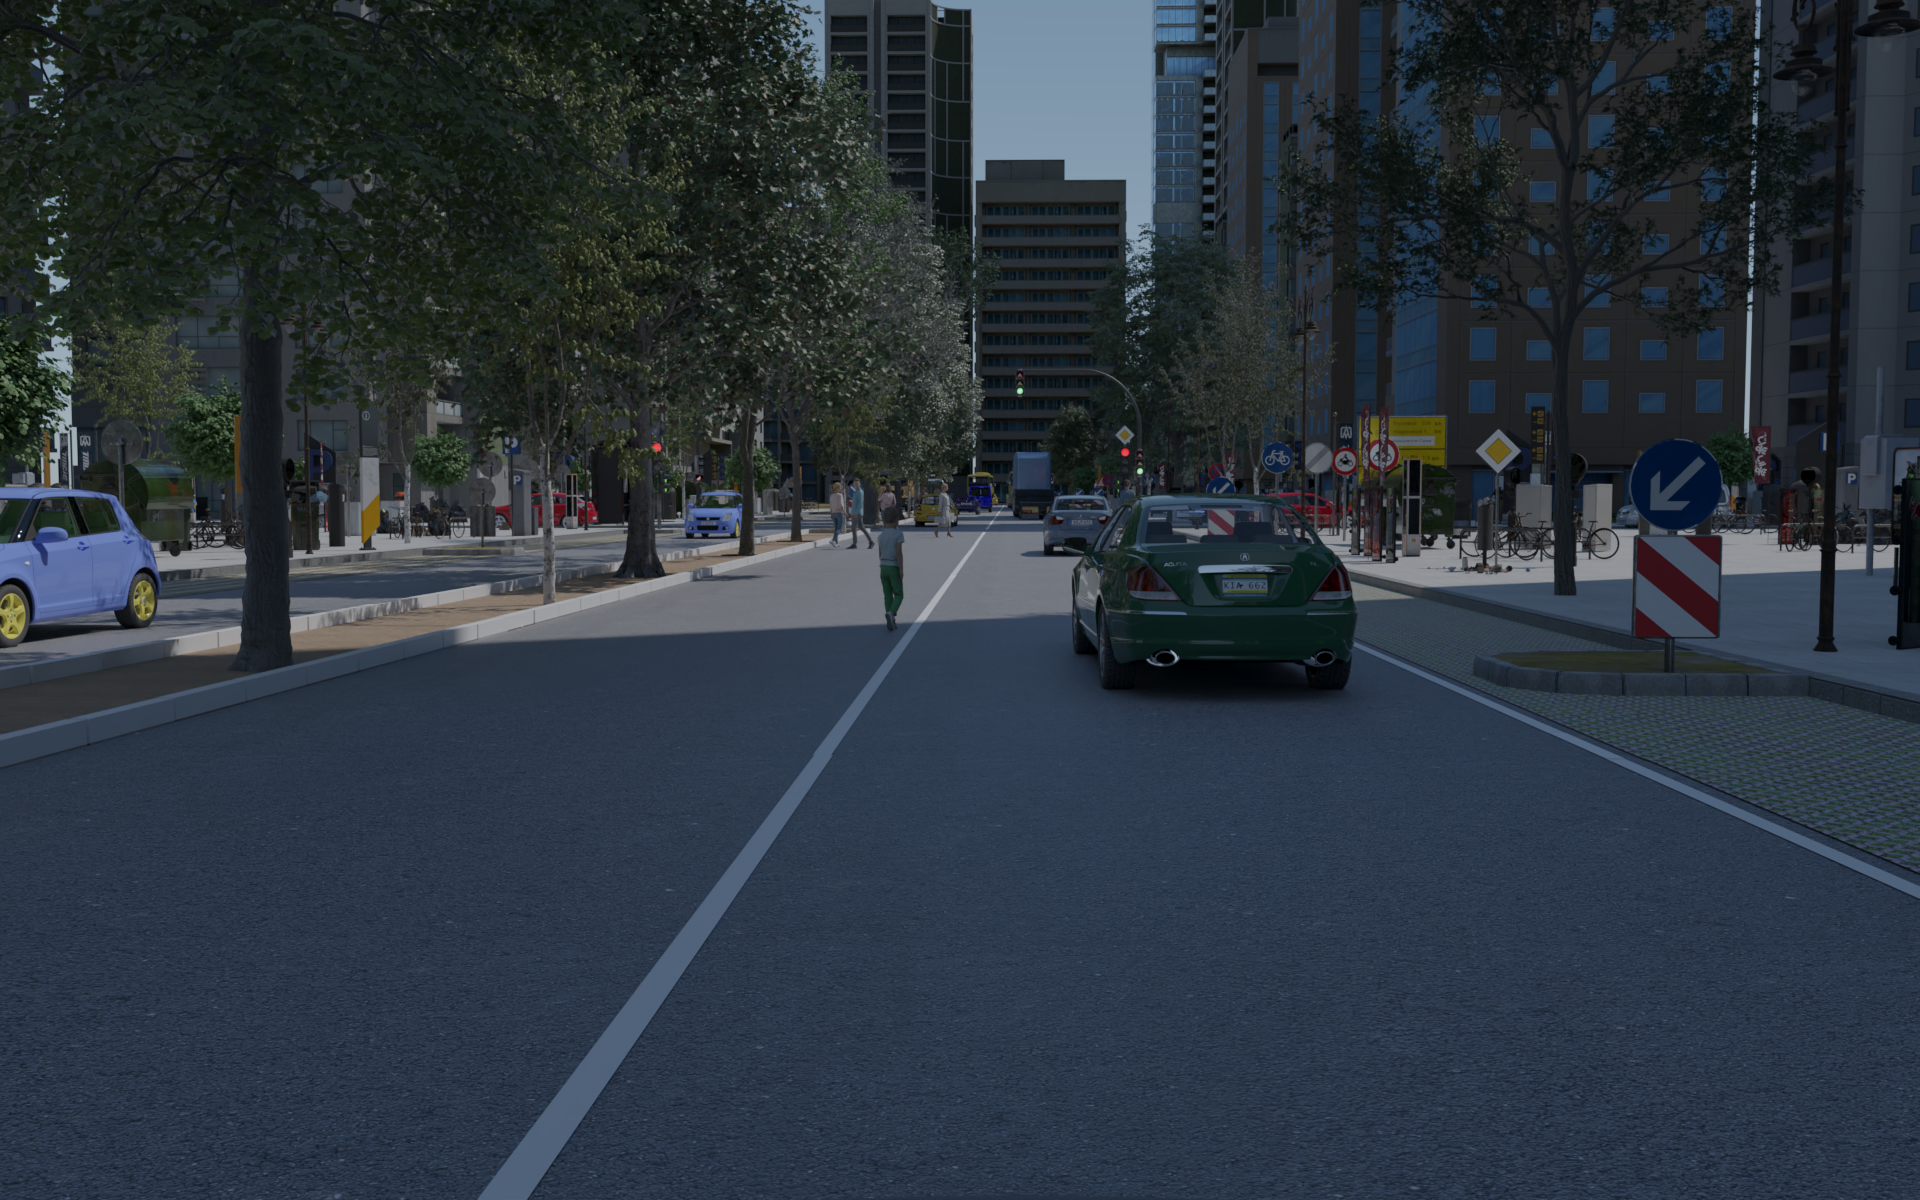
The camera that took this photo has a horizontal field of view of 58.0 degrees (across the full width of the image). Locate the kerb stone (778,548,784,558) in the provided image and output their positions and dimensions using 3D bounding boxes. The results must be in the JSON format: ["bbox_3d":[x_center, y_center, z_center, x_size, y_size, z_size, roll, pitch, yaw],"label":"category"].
[{"bbox_3d":[-4.149,-1.036,39.128,0.120,0.150,1.000,0,4,2],"label":"kerb stone"}]

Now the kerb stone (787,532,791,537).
[{"bbox_3d":[-5.724,-2.103,56.585,0.120,0.150,1.000,0,4,2],"label":"kerb stone"}]

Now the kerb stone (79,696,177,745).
[{"bbox_3d":[-5.016,0.723,10.397,0.120,0.150,1.000,0,4,2],"label":"kerb stone"}]

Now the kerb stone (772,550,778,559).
[{"bbox_3d":[-4.188,-0.973,38.104,0.120,0.150,1.000,0,4,2],"label":"kerb stone"}]

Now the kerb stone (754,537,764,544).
[{"bbox_3d":[-5.913,-1.726,50.438,0.120,0.150,1.000,0,4,2],"label":"kerb stone"}]

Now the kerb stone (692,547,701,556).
[{"bbox_3d":[-6.218,-1.098,40.178,0.120,0.150,1.000,0,4,2],"label":"kerb stone"}]

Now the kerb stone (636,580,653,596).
[{"bbox_3d":[-4.584,-0.156,24.751,0.120,0.150,1.000,0,4,2],"label":"kerb stone"}]

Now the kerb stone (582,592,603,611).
[{"bbox_3d":[-4.678,0.031,21.681,0.120,0.150,1.000,0,4,2],"label":"kerb stone"}]

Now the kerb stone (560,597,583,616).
[{"bbox_3d":[-4.712,0.094,20.657,0.120,0.150,1.000,0,4,2],"label":"kerb stone"}]

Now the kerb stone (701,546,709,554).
[{"bbox_3d":[-6.182,-1.163,41.211,0.120,0.150,1.000,0,4,2],"label":"kerb stone"}]

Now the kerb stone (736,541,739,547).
[{"bbox_3d":[-6.035,-1.477,46.337,0.120,0.150,1.000,0,4,2],"label":"kerb stone"}]

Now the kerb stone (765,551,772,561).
[{"bbox_3d":[-4.212,-0.910,37.076,0.120,0.150,1.000,0,4,2],"label":"kerb stone"}]

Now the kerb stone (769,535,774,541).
[{"bbox_3d":[-5.856,-1.853,52.486,0.120,0.150,1.000,0,4,2],"label":"kerb stone"}]

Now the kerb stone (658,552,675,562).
[{"bbox_3d":[-6.315,-0.907,37.091,0.120,0.150,1.000,0,4,2],"label":"kerb stone"}]

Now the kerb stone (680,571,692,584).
[{"bbox_3d":[-4.493,-0.345,27.835,0.120,0.150,1.000,0,4,2],"label":"kerb stone"}]

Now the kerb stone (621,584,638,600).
[{"bbox_3d":[-4.612,-0.090,23.724,0.120,0.150,1.000,0,4,2],"label":"kerb stone"}]

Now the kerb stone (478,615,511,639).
[{"bbox_3d":[-4.794,0.284,17.581,0.120,0.150,1.000,0,4,2],"label":"kerb stone"}]

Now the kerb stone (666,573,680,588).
[{"bbox_3d":[-4.523,-0.281,26.813,0.120,0.150,1.000,0,4,2],"label":"kerb stone"}]

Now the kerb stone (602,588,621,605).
[{"bbox_3d":[-4.649,-0.031,22.703,0.120,0.150,1.000,0,4,2],"label":"kerb stone"}]

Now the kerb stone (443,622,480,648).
[{"bbox_3d":[-4.830,0.345,16.557,0.120,0.150,1.000,0,4,2],"label":"kerb stone"}]

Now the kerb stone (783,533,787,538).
[{"bbox_3d":[-5.750,-2.041,55.563,0.120,0.150,1.000,0,4,2],"label":"kerb stone"}]

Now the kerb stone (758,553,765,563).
[{"bbox_3d":[-4.242,-0.842,36.045,0.120,0.150,1.000,0,4,2],"label":"kerb stone"}]

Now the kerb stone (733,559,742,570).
[{"bbox_3d":[-4.338,-0.657,32.964,0.120,0.150,1.000,0,4,2],"label":"kerb stone"}]

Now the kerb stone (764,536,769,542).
[{"bbox_3d":[-5.880,-1.786,51.461,0.120,0.150,1.000,0,4,2],"label":"kerb stone"}]

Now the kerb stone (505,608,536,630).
[{"bbox_3d":[-4.779,0.220,18.603,0.120,0.150,1.000,0,4,2],"label":"kerb stone"}]

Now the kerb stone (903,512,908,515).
[{"bbox_3d":[-3.763,-6.079,121.676,0.120,0.150,1.000,0,4,2],"label":"kerb stone"}]

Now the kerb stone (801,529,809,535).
[{"bbox_3d":[-5.543,-2.478,62.747,0.120,0.150,1.000,0,4,2],"label":"kerb stone"}]

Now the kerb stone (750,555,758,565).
[{"bbox_3d":[-4.277,-0.780,35.023,0.120,0.150,1.000,0,4,2],"label":"kerb stone"}]

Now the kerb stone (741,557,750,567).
[{"bbox_3d":[-4.312,-0.722,33.999,0.120,0.150,1.000,0,4,2],"label":"kerb stone"}]

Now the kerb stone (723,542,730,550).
[{"bbox_3d":[-6.097,-1.351,44.280,0.120,0.150,1.000,0,4,2],"label":"kerb stone"}]

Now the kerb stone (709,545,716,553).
[{"bbox_3d":[-6.156,-1.224,42.237,0.120,0.150,1.000,0,4,2],"label":"kerb stone"}]

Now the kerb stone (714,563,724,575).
[{"bbox_3d":[-4.398,-0.533,30.917,0.120,0.150,1.000,0,4,2],"label":"kerb stone"}]

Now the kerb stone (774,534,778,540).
[{"bbox_3d":[-5.815,-1.914,53.513,0.120,0.150,1.000,0,4,2],"label":"kerb stone"}]

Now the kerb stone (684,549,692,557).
[{"bbox_3d":[-6.258,-1.037,39.156,0.120,0.150,1.000,0,4,2],"label":"kerb stone"}]

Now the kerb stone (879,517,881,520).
[{"bbox_3d":[-4.439,-4.703,99.145,0.120,0.150,1.000,0,4,2],"label":"kerb stone"}]

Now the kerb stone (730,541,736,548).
[{"bbox_3d":[-6.064,-1.414,45.311,0.120,0.150,1.000,0,4,2],"label":"kerb stone"}]

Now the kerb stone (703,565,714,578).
[{"bbox_3d":[-4.436,-0.471,29.891,0.120,0.150,1.000,0,4,2],"label":"kerb stone"}]

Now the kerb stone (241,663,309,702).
[{"bbox_3d":[-4.956,0.597,12.440,0.120,0.150,1.000,0,4,2],"label":"kerb stone"}]

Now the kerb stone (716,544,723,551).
[{"bbox_3d":[-6.127,-1.284,43.259,0.120,0.150,1.000,0,4,2],"label":"kerb stone"}]

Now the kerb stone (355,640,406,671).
[{"bbox_3d":[-4.895,0.471,14.495,0.120,0.150,1.000,0,4,2],"label":"kerb stone"}]

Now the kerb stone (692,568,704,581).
[{"bbox_3d":[-4.465,-0.402,28.864,0.120,0.150,1.000,0,4,2],"label":"kerb stone"}]

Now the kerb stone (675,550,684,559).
[{"bbox_3d":[-6.284,-0.974,38.119,0.120,0.150,1.000,0,4,2],"label":"kerb stone"}]

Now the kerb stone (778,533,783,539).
[{"bbox_3d":[-5.787,-1.978,54.540,0.120,0.150,1.000,0,4,2],"label":"kerb stone"}]

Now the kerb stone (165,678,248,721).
[{"bbox_3d":[-4.990,0.659,11.419,0.120,0.150,1.000,0,4,2],"label":"kerb stone"}]

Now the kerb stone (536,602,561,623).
[{"bbox_3d":[-4.739,0.157,19.636,0.120,0.150,1.000,0,4,2],"label":"kerb stone"}]

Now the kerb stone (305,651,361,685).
[{"bbox_3d":[-4.928,0.536,13.462,0.120,0.150,1.000,0,4,2],"label":"kerb stone"}]

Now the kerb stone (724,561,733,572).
[{"bbox_3d":[-4.370,-0.596,31.939,0.120,0.150,1.000,0,4,2],"label":"kerb stone"}]

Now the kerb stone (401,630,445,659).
[{"bbox_3d":[-4.862,0.408,15.525,0.120,0.150,1.000,0,4,2],"label":"kerb stone"}]

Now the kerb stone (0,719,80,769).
[{"bbox_3d":[-5.047,0.785,9.364,0.120,0.150,1.000,0,4,2],"label":"kerb stone"}]

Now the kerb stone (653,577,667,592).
[{"bbox_3d":[-4.553,-0.218,25.782,0.120,0.150,1.000,0,4,2],"label":"kerb stone"}]

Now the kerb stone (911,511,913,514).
[{"bbox_3d":[-3.662,-6.271,124.752,0.120,0.150,1.000,0,4,2],"label":"kerb stone"}]

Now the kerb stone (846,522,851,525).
[{"bbox_3d":[-5.033,-3.514,79.656,0.120,0.150,1.000,0,4,2],"label":"kerb stone"}]

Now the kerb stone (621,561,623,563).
[{"bbox_3d":[-6.435,-0.658,32.983,0.120,0.150,1.000,0,4,2],"label":"kerb stone"}]
